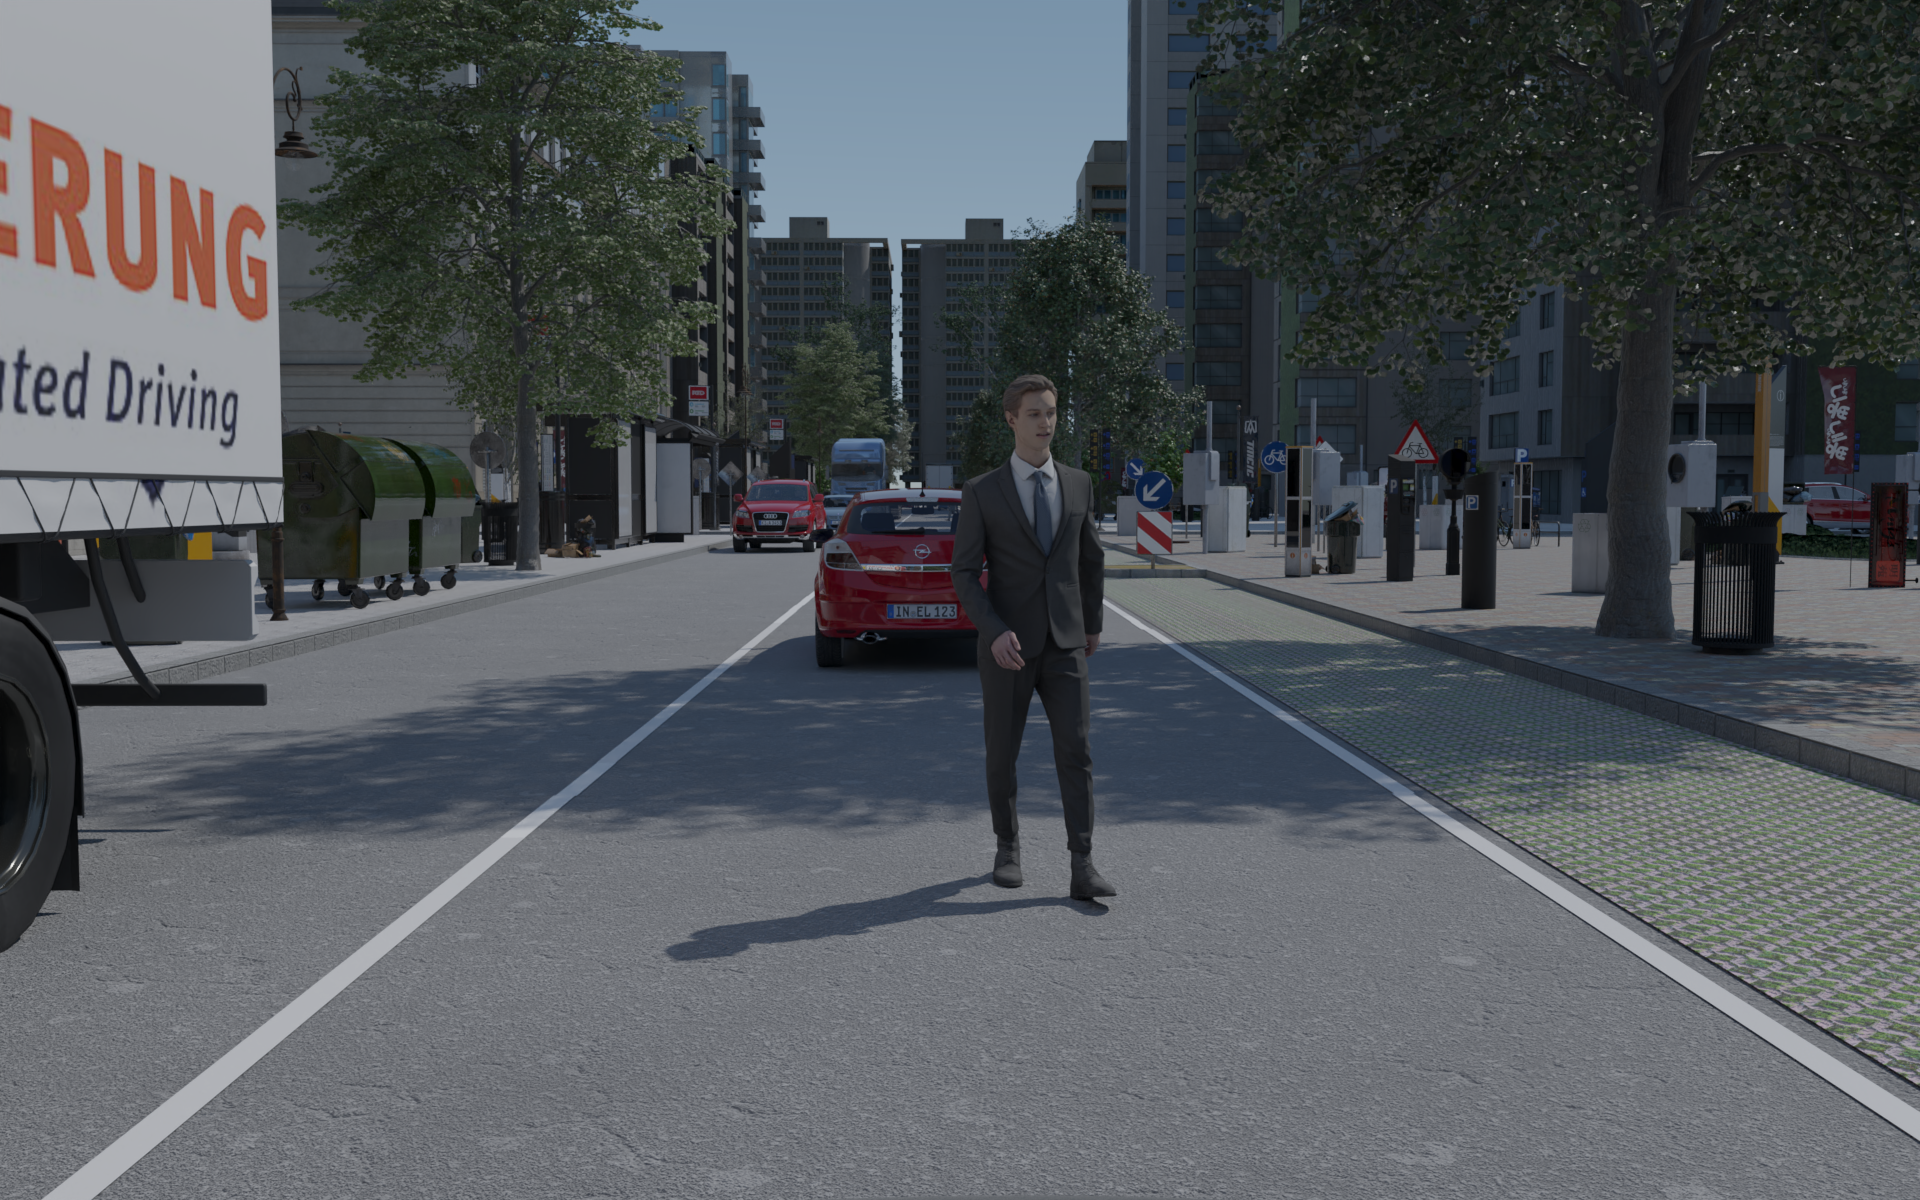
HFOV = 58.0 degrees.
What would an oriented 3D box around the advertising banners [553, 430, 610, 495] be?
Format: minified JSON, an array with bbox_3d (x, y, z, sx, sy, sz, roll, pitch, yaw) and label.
[{"bbox_3d":[-10.104,-3.096,46.807,2.074,3.025,0.090,1,4,21],"label":"advertising banners"}]

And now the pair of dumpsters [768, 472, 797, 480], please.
[{"bbox_3d":[-7.820,-4.517,76.340,1.574,2.255,4.437,0,4,-1],"label":"pair of dumpsters"}]

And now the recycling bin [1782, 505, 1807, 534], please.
[{"bbox_3d":[19.398,-1.728,40.809,0.722,1.027,0.722,-1,4,-13],"label":"recycling bin"}]

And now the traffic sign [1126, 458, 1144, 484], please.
[{"bbox_3d":[6.280,-3.765,61.656,0.768,2.556,0.104,0,4,7],"label":"traffic sign"}]

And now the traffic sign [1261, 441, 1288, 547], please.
[{"bbox_3d":[7.637,-2.551,41.821,0.768,2.556,0.104,0,4,5],"label":"traffic sign"}]

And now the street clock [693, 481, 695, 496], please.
[{"bbox_3d":[-14.711,-5.576,95.733,0.358,2.002,0.471,-1,4,-17],"label":"street clock"}]

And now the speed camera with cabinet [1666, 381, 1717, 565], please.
[{"bbox_3d":[12.681,-2.241,30.971,0.660,3.252,2.038,-1,4,-8],"label":"speed camera with cabinet"}]

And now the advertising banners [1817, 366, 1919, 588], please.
[{"bbox_3d":[12.736,-1.680,23.656,2.074,3.025,0.090,0,4,4],"label":"advertising banners"}]

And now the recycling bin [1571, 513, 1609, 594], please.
[{"bbox_3d":[8.443,-0.609,22.516,0.722,1.027,0.722,3,5,44],"label":"recycling bin"}]

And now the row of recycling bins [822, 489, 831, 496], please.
[{"bbox_3d":[-9.446,-6.807,118.409,3.534,1.692,1.069,3,5,45],"label":"row of recycling bins"}]

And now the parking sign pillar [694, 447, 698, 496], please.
[{"bbox_3d":[-14.477,-6.747,98.782,1.447,3.967,1.447,0,4,-7],"label":"parking sign pillar"}]

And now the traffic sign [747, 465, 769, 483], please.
[{"bbox_3d":[-7.107,-3.500,60.866,0.795,2.450,0.064,0,4,-1],"label":"traffic sign"}]

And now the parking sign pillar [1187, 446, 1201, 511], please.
[{"bbox_3d":[12.458,-6.288,91.288,1.447,3.967,1.447,-1,4,-11],"label":"parking sign pillar"}]

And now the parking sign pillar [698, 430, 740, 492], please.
[{"bbox_3d":[-9.920,-5.156,72.771,1.447,3.967,1.447,-2,4,-35],"label":"parking sign pillar"}]

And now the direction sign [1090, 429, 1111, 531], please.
[{"bbox_3d":[4.879,-4.178,60.312,0.876,3.537,0.379,3,5,41],"label":"direction sign"}]

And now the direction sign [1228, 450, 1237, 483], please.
[{"bbox_3d":[14.214,-6.003,90.149,0.876,3.537,0.379,-3,5,-43],"label":"direction sign"}]

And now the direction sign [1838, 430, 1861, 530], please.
[{"bbox_3d":[31.539,-4.262,61.684,0.876,3.537,0.379,1,4,13],"label":"direction sign"}]

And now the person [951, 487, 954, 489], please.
[{"bbox_3d":[-0.416,-5.126,92.411,0.767,1.812,0.694,2,4,28],"label":"person"}]

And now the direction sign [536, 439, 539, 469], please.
[{"bbox_3d":[-17.644,-4.905,72.197,0.379,3.537,0.876,-1,4,-22],"label":"direction sign"}]

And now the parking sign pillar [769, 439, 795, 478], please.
[{"bbox_3d":[-8.806,-5.952,85.793,1.447,3.967,1.447,2,4,34],"label":"parking sign pillar"}]

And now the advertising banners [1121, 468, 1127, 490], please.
[{"bbox_3d":[10.094,-7.207,114.029,2.074,3.025,0.090,-1,4,-10],"label":"advertising banners"}]

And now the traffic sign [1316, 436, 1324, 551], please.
[{"bbox_3d":[8.015,-2.365,38.665,0.884,2.594,0.081,0,4,7],"label":"traffic sign"}]

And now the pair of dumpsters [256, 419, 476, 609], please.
[{"bbox_3d":[-7.260,-1.146,21.228,1.574,2.255,4.437,0,4,-1],"label":"pair of dumpsters"}]

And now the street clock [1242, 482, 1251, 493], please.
[{"bbox_3d":[13.382,-4.666,80.857,0.358,2.002,0.471,-1,4,-18],"label":"street clock"}]

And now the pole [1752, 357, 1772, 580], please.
[{"bbox_3d":[11.940,-1.955,25.811,0.158,3.312,0.155,0,3,0],"label":"pole"}]

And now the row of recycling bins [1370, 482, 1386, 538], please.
[{"bbox_3d":[12.846,-2.772,52.439,1.069,1.692,3.534,1,4,12],"label":"row of recycling bins"}]

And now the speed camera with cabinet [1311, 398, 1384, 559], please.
[{"bbox_3d":[7.774,-2.506,35.304,0.660,3.252,2.038,-2,4,-27],"label":"speed camera with cabinet"}]

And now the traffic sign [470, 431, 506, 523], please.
[{"bbox_3d":[-9.600,-2.145,35.182,0.768,2.556,0.104,1,4,9],"label":"traffic sign"}]

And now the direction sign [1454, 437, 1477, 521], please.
[{"bbox_3d":[19.943,-4.677,68.464,0.876,3.537,0.379,1,4,8],"label":"direction sign"}]

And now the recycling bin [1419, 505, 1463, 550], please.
[{"bbox_3d":[11.138,-1.685,40.111,0.722,1.027,0.722,-2,4,-35],"label":"recycling bin"}]

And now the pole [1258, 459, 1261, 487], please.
[{"bbox_3d":[17.278,-6.489,99.944,0.158,3.312,0.155,0,3,0],"label":"pole"}]

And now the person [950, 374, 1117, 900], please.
[{"bbox_3d":[0.303,0.128,6.187,0.659,1.850,0.755,-1,4,-16],"label":"person"}]

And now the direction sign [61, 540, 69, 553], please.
[{"bbox_3d":[-9.674,-1.630,18.655,0.876,3.537,0.379,-1,4,-11],"label":"direction sign"}]

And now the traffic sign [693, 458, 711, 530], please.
[{"bbox_3d":[-9.223,-3.753,61.473,0.768,2.556,0.104,0,4,4],"label":"traffic sign"}]

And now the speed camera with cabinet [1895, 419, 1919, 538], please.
[{"bbox_3d":[21.928,-2.696,38.413,2.038,3.252,0.660,0,4,5],"label":"speed camera with cabinet"}]

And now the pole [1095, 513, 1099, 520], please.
[{"bbox_3d":[6.731,-5.584,85.134,0.158,3.312,0.155,0,3,0],"label":"pole"}]

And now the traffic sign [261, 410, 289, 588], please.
[{"bbox_3d":[-9.547,-1.442,23.682,0.768,2.556,0.104,0,4,5],"label":"traffic sign"}]

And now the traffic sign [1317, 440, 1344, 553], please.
[{"bbox_3d":[7.877,-2.216,37.419,0.795,2.450,0.064,0,4,2],"label":"traffic sign"}]

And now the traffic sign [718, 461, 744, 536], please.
[{"bbox_3d":[-6.998,-3.012,52.882,0.795,2.450,0.064,0,4,-1],"label":"traffic sign"}]

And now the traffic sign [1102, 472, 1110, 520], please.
[{"bbox_3d":[7.205,-5.323,87.133,0.768,2.556,0.104,0,4,8],"label":"traffic sign"}]

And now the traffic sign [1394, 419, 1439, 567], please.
[{"bbox_3d":[7.928,-1.848,30.223,0.884,2.594,0.081,1,4,8],"label":"traffic sign"}]

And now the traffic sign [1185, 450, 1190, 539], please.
[{"bbox_3d":[6.501,-3.036,49.650,0.884,2.594,0.081,0,4,7],"label":"traffic sign"}]

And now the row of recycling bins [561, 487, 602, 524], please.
[{"bbox_3d":[-16.793,-4.201,75.798,3.534,1.692,1.069,-1,4,-21],"label":"row of recycling bins"}]

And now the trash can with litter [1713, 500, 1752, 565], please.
[{"bbox_3d":[13.901,-1.220,31.328,0.624,1.170,1.055,0,4,-3],"label":"trash can with litter"}]

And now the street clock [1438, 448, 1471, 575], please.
[{"bbox_3d":[7.807,-1.395,27.384,0.471,2.002,0.358,0,4,3],"label":"street clock"}]

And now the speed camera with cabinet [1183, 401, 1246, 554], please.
[{"bbox_3d":[5.555,-2.652,37.695,0.660,3.252,2.038,2,4,34],"label":"speed camera with cabinet"}]

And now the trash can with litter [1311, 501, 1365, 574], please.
[{"bbox_3d":[5.919,-1.007,27.852,1.055,1.170,0.624,0,4,-3],"label":"trash can with litter"}]

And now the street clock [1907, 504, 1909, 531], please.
[{"bbox_3d":[33.161,-3.425,60.567,0.471,2.002,0.358,-1,4,-15],"label":"street clock"}]

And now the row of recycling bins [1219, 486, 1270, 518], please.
[{"bbox_3d":[15.065,-5.285,93.524,3.534,1.692,1.069,-1,4,-22],"label":"row of recycling bins"}]

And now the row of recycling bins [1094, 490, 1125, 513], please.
[{"bbox_3d":[9.613,-6.684,116.396,3.534,1.692,1.069,-2,4,-31],"label":"row of recycling bins"}]
